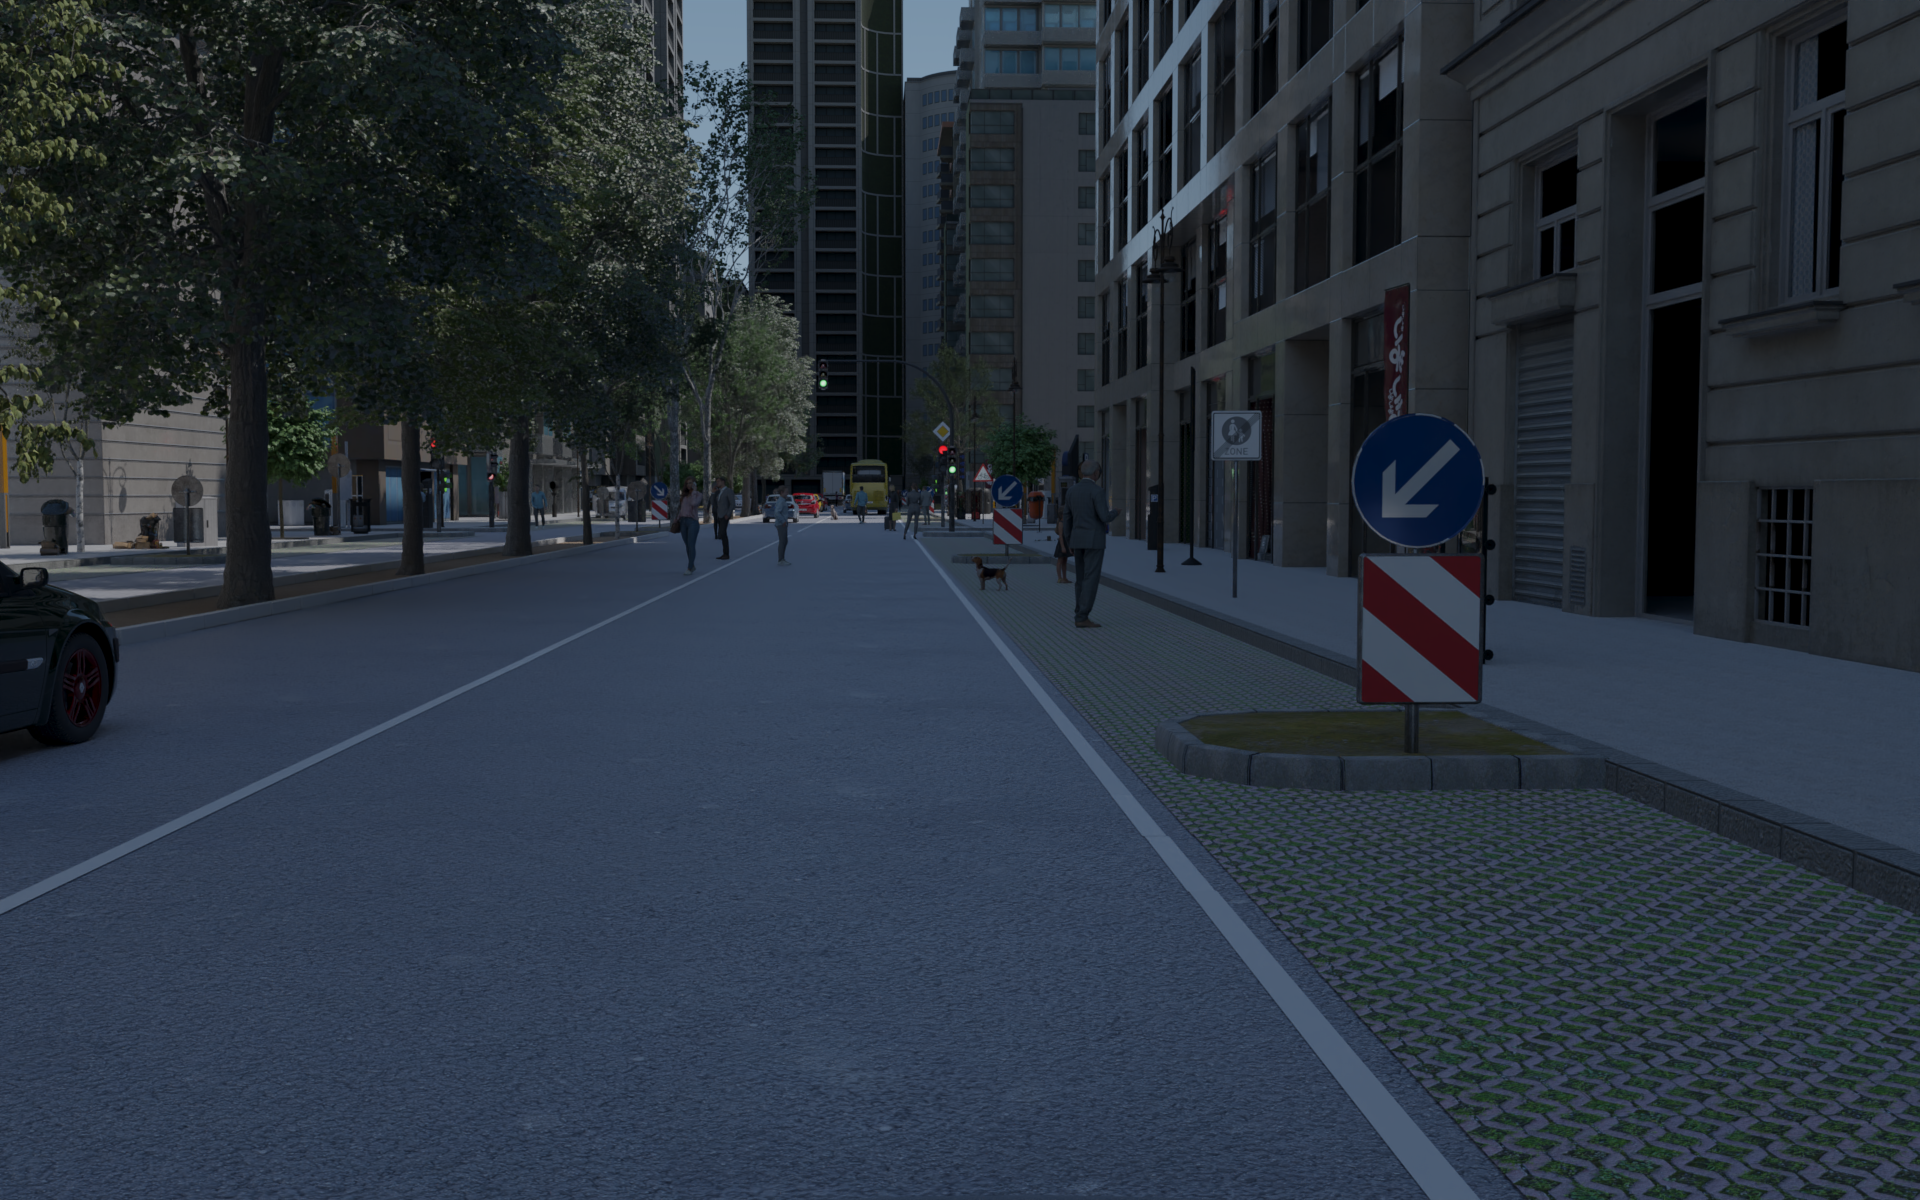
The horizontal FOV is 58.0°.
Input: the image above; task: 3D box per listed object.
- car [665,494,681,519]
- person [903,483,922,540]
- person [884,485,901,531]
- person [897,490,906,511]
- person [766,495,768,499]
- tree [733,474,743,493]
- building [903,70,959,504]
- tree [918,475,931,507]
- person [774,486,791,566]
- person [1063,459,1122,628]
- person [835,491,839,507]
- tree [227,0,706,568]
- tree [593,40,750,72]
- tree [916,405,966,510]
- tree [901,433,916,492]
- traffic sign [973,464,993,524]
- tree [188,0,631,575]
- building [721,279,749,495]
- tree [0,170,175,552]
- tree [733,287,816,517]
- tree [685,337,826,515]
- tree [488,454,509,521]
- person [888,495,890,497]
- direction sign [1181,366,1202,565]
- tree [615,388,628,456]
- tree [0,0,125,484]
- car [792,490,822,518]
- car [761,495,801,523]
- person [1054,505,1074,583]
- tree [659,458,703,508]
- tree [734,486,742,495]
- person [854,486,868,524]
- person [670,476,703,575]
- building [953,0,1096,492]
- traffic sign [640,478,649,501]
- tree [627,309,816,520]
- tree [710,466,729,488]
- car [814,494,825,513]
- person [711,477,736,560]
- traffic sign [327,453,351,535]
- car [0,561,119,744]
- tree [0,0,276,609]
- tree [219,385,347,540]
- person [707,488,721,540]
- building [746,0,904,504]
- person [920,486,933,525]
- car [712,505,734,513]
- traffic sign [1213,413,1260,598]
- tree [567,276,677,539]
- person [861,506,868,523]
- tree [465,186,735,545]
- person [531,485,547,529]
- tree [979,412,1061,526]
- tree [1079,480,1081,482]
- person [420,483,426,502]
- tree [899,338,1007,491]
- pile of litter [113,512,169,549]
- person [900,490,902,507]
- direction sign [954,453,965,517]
[{"bbox_3d":[-15.688,-5.311,96.625,2.009,1.686,4.222,0,4,-5],"label":"car"},{"bbox_3d":[-1.496,-2.798,54.529,0.520,1.790,0.573,-1,4,-21],"label":"person"},{"bbox_3d":[-2.619,-3.592,67.440,0.699,1.804,1.509,0,4,-1],"label":"person"},{"bbox_3d":[-5.287,-8.558,148.553,1.348,1.807,0.705,1,4,15],"label":"person"},{"bbox_3d":[-18.209,-9.299,163.770,0.697,1.427,0.421,1,4,8],"label":"person"},{"bbox_3d":[-27.416,-13.792,209.217,4.285,4.588,4.351,0,3,0],"label":"tree"},{"bbox_3d":[6.494,-42.531,237.382,28.212,58.520,21.231,0,4,-3],"label":"building"},{"bbox_3d":[-3.526,-11.153,176.959,1.663,3.219,1.824,0,3,0],"label":"tree"},{"bbox_3d":[-3.567,-1.499,34.813,0.330,1.601,0.589,1,4,9],"label":"person"},{"bbox_3d":[1.432,-0.607,18.607,0.590,1.801,0.661,-3,5,-42],"label":"person"},{"bbox_3d":[-13.846,-11.397,195.531,0.721,1.739,1.217,1,4,9],"label":"person"},{"bbox_3d":[-10.236,-7.987,39.703,9.857,13.997,8.962,0,3,0],"label":"tree"},{"bbox_3d":[-12.936,-13.018,71.189,12.611,20.169,13.585,0,3,0],"label":"tree"},{"bbox_3d":[-0.849,-11.459,137.712,4.360,8.622,3.978,0,3,0],"label":"tree"},{"bbox_3d":[-4.278,-14.384,185.545,4.360,8.622,3.978,0,3,0],"label":"tree"},{"bbox_3d":[0.983,-4.497,73.527,0.884,2.594,0.081,0,3,0],"label":"traffic sign"},{"bbox_3d":[-9.780,-6.728,30.585,7.486,12.596,7.792,0,3,0],"label":"tree"},{"bbox_3d":[-35.537,-28.208,232.899,14.107,30.474,14.160,0,4,-3],"label":"building"},{"bbox_3d":[-19.507,-5.380,38.333,4.360,8.622,3.978,0,3,0],"label":"tree"},{"bbox_3d":[-13.266,-12.085,106.709,9.857,13.997,8.962,0,3,0],"label":"tree"},{"bbox_3d":[-13.904,-12.069,116.798,9.611,12.733,9.660,0,3,0],"label":"tree"},{"bbox_3d":[-21.819,-5.442,83.578,1.663,3.219,1.824,0,3,0],"label":"tree"},{"bbox_3d":[-7.683,-10.404,178.693,1.348,1.812,0.705,-2,4,-29],"label":"person"},{"bbox_3d":[4.189,-2.399,31.219,0.379,3.537,0.876,1,4,11],"label":"direction sign"},{"bbox_3d":[-23.525,-12.834,135.586,9.928,11.665,9.643,0,3,0],"label":"tree"},{"bbox_3d":[-8.780,-3.751,14.148,4.737,8.622,4.395,0,3,0],"label":"tree"},{"bbox_3d":[-9.417,-5.824,104.259,2.155,1.783,4.494,0,4,-3],"label":"car"},{"bbox_3d":[-9.033,-4.610,87.368,2.014,1.417,4.499,0,4,-4],"label":"car"},{"bbox_3d":[1.704,-0.890,27.718,0.373,1.253,0.362,3,5,39],"label":"person"},{"bbox_3d":[-23.963,-9.976,146.828,4.285,4.588,4.351,0,3,0],"label":"tree"},{"bbox_3d":[-27.406,-13.344,212.774,1.663,3.219,1.824,0,3,0],"label":"tree"},{"bbox_3d":[-4.743,-4.570,83.231,0.660,1.820,0.620,-2,4,-25],"label":"person"},{"bbox_3d":[-4.799,-1.327,30.794,0.593,1.750,0.643,2,4,28],"label":"person"},{"bbox_3d":[10.795,-32.934,158.084,23.786,49.044,30.456,0,4,-3],"label":"building"},{"bbox_3d":[-22.333,-7.398,122.149,0.795,2.450,0.064,0,4,-1],"label":"traffic sign"},{"bbox_3d":[-12.676,-10.259,95.954,9.928,11.665,9.643,0,3,0],"label":"tree"},{"bbox_3d":[-24.689,-10.983,163.289,4.285,4.588,4.351,0,3,0],"label":"tree"},{"bbox_3d":[-11.560,-7.606,134.585,2.015,1.641,3.980,0,4,-1],"label":"car"},{"bbox_3d":[-5.208,-1.796,38.038,0.473,1.802,0.592,-1,4,-23],"label":"person"},{"bbox_3d":[-19.434,-3.307,54.183,0.768,2.556,0.104,0,4,4],"label":"traffic sign"},{"bbox_3d":[-5.867,0.066,8.709,2.009,1.686,4.222,0,4,-1],"label":"car"},{"bbox_3d":[-8.945,-6.866,21.369,9.857,13.997,8.962,0,3,0],"label":"tree"},{"bbox_3d":[-19.267,-4.013,49.332,4.285,4.588,4.351,0,3,0],"label":"tree"},{"bbox_3d":[-7.628,-2.838,54.672,0.659,1.850,0.755,0,4,0],"label":"person"},{"bbox_3d":[-17.962,-48.816,236.385,20.611,71.187,20.563,0,4,-3],"label":"building"},{"bbox_3d":[-1.575,-4.378,80.183,0.635,1.810,0.391,-3,5,-39],"label":"person"},{"bbox_3d":[-17.762,-7.116,128.353,2.014,1.417,4.499,0,4,-2],"label":"car"},{"bbox_3d":[3.402,-1.177,21.379,0.606,2.300,0.079,0,4,6],"label":"traffic sign"},{"bbox_3d":[-10.887,-6.243,54.900,4.360,8.622,3.978,0,3,0],"label":"tree"},{"bbox_3d":[-4.802,-4.507,86.864,0.373,1.253,0.362,0,4,-4],"label":"person"},{"bbox_3d":[-10.465,-6.845,48.784,8.767,10.594,7.601,0,4,-3],"label":"tree"},{"bbox_3d":[-17.422,-3.868,71.757,0.660,1.820,0.620,0,4,-7],"label":"person"},{"bbox_3d":[2.397,-5.225,69.145,4.285,4.588,4.351,0,3,0],"label":"tree"},{"bbox_3d":[7.737,-7.647,119.629,1.663,3.219,1.824,0,3,0],"label":"tree"},{"bbox_3d":[-17.517,-2.870,55.697,0.793,1.790,0.793,3,5,40],"label":"person"},{"bbox_3d":[-0.213,-10.396,104.381,7.601,10.594,8.767,0,4,-2],"label":"tree"},{"bbox_3d":[-19.242,-1.632,40.645,1.176,0.858,1.719,-2,4,-34],"label":"pile of litter"},{"bbox_3d":[-6.250,-10.636,182.489,1.350,1.814,0.705,-1,4,-14],"label":"person"},{"bbox_3d":[-0.126,-6.346,95.760,0.876,3.537,0.379,2,4,26],"label":"direction sign"}]
